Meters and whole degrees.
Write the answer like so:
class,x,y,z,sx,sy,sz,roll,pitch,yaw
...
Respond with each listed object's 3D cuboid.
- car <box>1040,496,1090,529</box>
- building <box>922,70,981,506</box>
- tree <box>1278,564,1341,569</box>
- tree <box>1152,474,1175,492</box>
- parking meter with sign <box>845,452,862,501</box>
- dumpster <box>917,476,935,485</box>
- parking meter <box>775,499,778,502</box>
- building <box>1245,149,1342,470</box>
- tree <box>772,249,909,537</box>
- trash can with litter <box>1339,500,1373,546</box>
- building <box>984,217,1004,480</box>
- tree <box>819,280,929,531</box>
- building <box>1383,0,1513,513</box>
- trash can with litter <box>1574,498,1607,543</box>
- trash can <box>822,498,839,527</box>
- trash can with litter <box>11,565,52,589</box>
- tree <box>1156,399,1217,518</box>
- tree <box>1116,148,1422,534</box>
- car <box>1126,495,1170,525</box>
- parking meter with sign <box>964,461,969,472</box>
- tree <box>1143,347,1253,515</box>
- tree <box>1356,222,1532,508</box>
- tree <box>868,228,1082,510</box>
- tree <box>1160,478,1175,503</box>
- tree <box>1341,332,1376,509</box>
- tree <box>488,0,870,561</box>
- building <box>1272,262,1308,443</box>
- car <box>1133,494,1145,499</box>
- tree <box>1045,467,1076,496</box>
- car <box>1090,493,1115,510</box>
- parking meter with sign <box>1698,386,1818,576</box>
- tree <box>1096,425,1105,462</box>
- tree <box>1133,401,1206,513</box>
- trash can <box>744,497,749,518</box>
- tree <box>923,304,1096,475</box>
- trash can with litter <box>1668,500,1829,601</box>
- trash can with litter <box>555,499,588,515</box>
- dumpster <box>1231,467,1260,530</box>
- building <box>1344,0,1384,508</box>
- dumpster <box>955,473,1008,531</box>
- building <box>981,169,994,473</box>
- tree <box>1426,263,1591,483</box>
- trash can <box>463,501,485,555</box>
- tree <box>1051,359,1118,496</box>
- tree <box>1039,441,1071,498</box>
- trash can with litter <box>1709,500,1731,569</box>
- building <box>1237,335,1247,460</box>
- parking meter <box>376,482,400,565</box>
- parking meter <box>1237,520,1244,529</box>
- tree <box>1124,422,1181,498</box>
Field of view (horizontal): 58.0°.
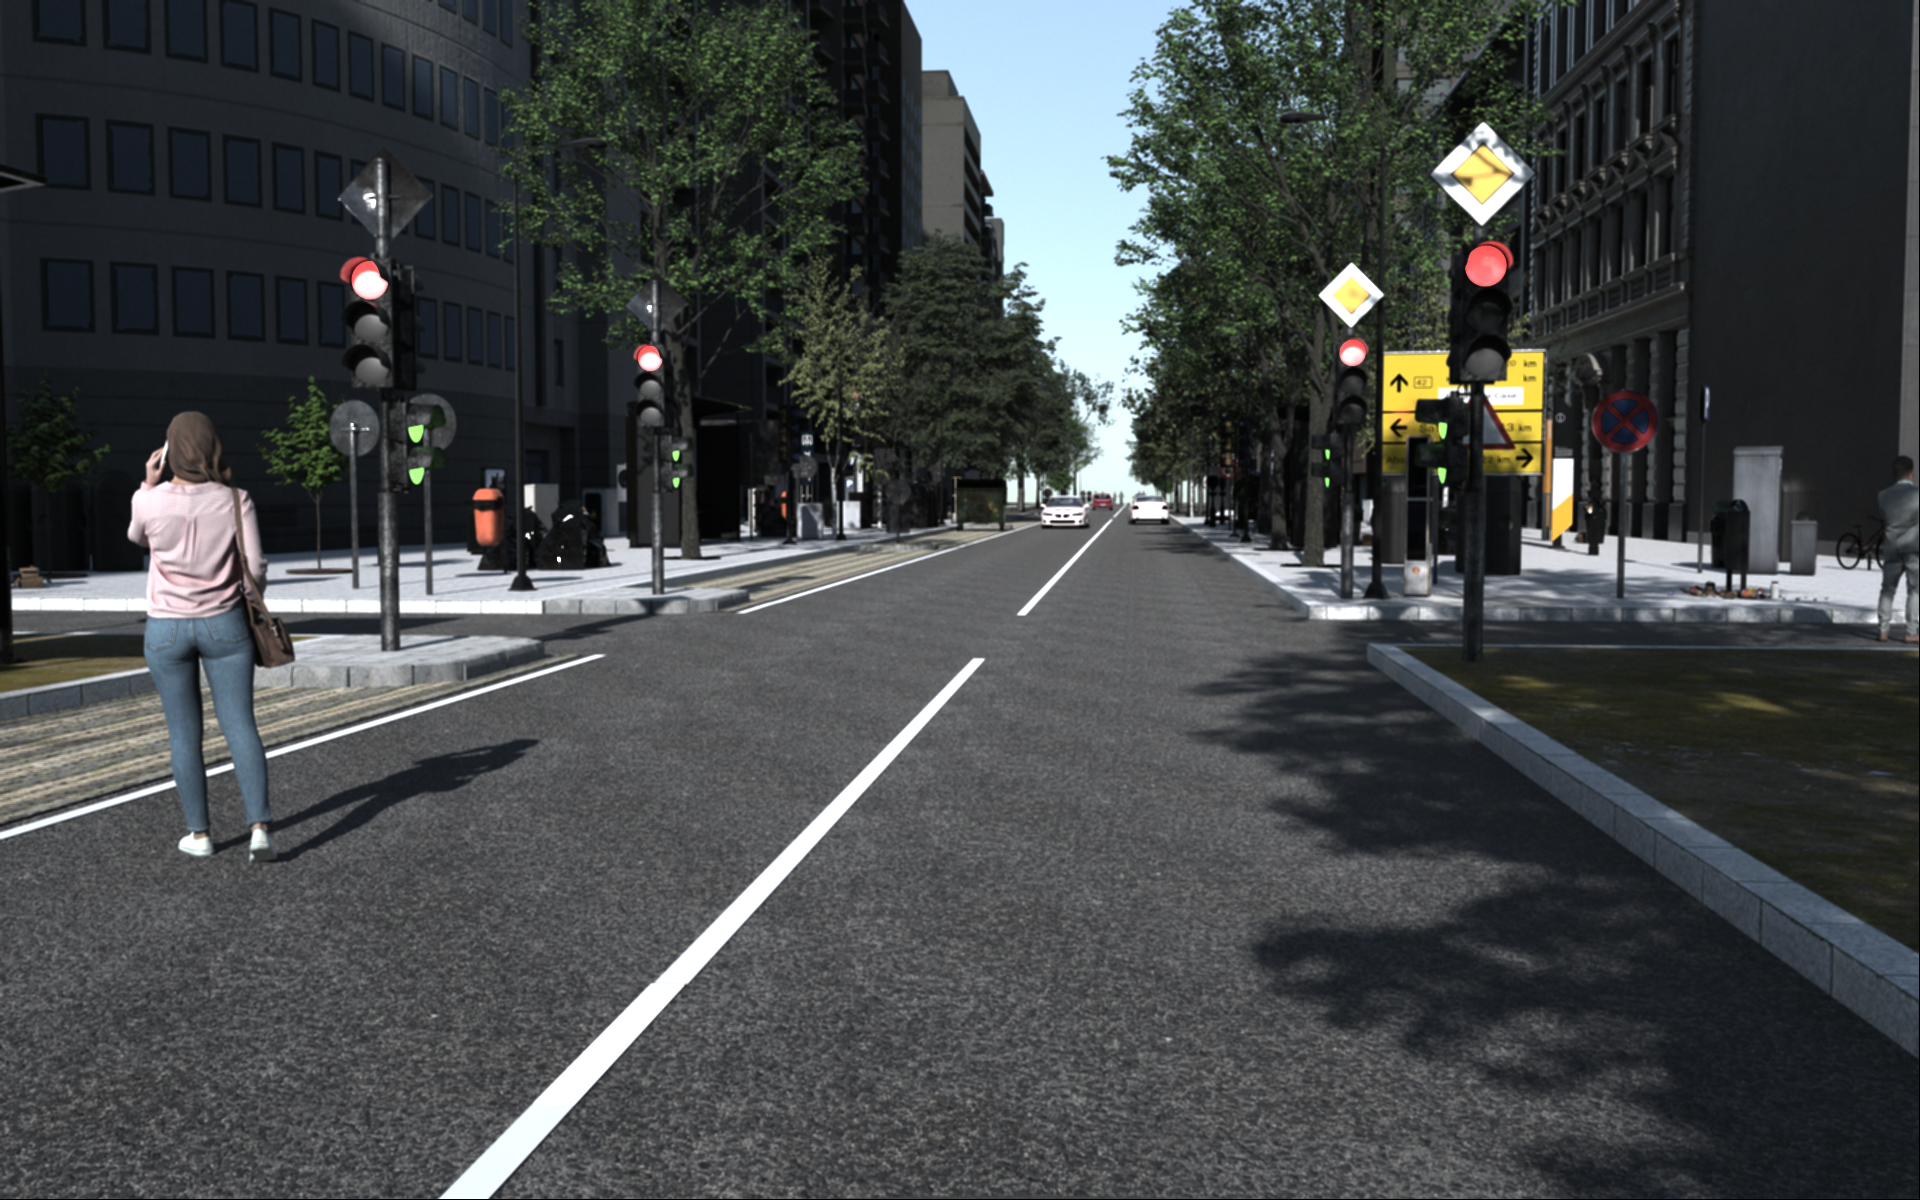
class,x,y,z,sx,sy,sz,roll,pitch,yaw
car,4.480,-3.727,73.302,2.083,1.381,4.827,0,4,7
building,-9.116,-35.448,203.278,21.300,48.544,21.600,0,4,6
tree,6.390,-6.382,30.104,9.928,11.665,9.643,0,3,0
tree,28.329,-15.733,240.951,4.285,4.588,4.351,0,3,0
parking meter with sign,-4.468,-4.571,71.000,0.543,3.016,1.738,1,4,10
dumpster,-1.945,-5.423,91.160,1.502,2.255,1.985,0,4,6
parking meter,-9.940,-5.438,94.627,0.255,1.863,0.399,-1,4,-23
building,47.604,-34.772,223.139,22.147,44.769,28.867,0,4,6
tree,-3.718,-6.205,51.810,4.737,8.622,4.395,0,3,0
trash can with litter,9.898,-1.920,42.782,1.055,1.170,0.624,3,5,41
building,-1.162,-34.647,250.074,14.154,41.232,14.086,0,4,6
tree,-2.790,-6.659,59.240,4.360,8.622,3.978,0,3,0
building,32.770,-25.841,106.090,14.154,41.232,14.086,0,4,6
trash can with litter,16.325,-2.055,44.986,0.624,1.170,1.055,-1,4,-11
trash can,-4.980,-3.387,67.038,0.748,1.137,0.748,0,3,0
trash can with litter,-12.961,-0.740,23.494,1.055,1.170,0.624,-3,4,-39
tree,12.717,-8.723,92.981,4.360,8.622,3.978,0,3,0
tree,9.977,-8.510,56.153,9.611,12.733,9.660,0,3,0
car,8.963,-4.277,82.293,2.083,1.381,4.827,0,4,4
parking meter with sign,0.401,-5.927,93.172,0.543,3.016,1.738,1,4,13
tree,15.043,-11.421,104.852,7.486,12.596,7.792,0,3,0
tree,13.074,-5.870,46.341,4.737,8.622,4.395,0,3,0
tree,0.033,-10.761,82.591,9.857,13.997,8.962,0,3,0
tree,29.214,-15.520,248.353,1.663,3.219,1.824,0,3,0
tree,14.386,-7.029,65.284,4.360,8.622,3.978,0,3,0
tree,-5.449,-6.601,33.688,9.928,11.665,9.643,0,3,0
building,42.726,-26.332,202.226,14.160,30.474,14.107,0,4,6
car,23.705,-13.357,227.426,2.155,1.783,4.494,0,4,6
tree,11.133,-12.724,191.755,4.285,4.588,4.351,0,3,0
car,12.698,-8.892,154.425,2.155,1.783,4.494,0,4,4
parking meter with sign,12.739,-1.919,27.644,1.738,3.016,0.543,2,4,30
tree,13.602,-19.135,223.232,12.009,13.543,11.850,0,3,0
tree,17.425,-12.427,137.596,8.767,10.594,7.601,2,4,29
trash can,-10.908,-4.798,90.096,0.748,1.137,0.748,0,3,0
tree,2.110,-12.282,111.177,12.009,13.543,11.850,0,3,0
trash can with litter,9.801,-0.664,21.908,1.678,1.210,2.233,0,4,5
trash can with litter,-8.534,-1.588,37.350,0.624,1.170,1.055,1,4,23
dumpster,10.618,-3.707,63.101,1.502,2.255,1.985,0,4,6
building,34.303,-28.739,119.999,14.600,45.320,14.200,0,4,6
dumpster,0.815,-3.757,66.381,1.985,2.255,1.502,0,4,6
building,-7.160,-35.132,229.026,22.147,44.769,28.867,0,4,6
tree,17.002,-6.315,53.616,4.360,8.622,3.978,0,3,0
trash can,-10.137,-1.532,36.696,0.748,1.137,0.748,0,3,0
tree,15.976,-23.532,240.643,12.611,20.169,13.585,0,3,0
tree,8.605,-13.546,171.844,4.360,8.622,3.978,0,3,0
trash can with litter,13.344,-1.128,29.832,0.624,1.170,1.055,0,4,1
building,46.693,-36.374,244.818,14.600,45.320,14.200,0,4,6
parking meter,-10.329,-1.398,31.273,0.372,1.533,0.369,0,3,0
parking meter,10.410,-3.600,64.573,0.255,1.863,0.399,3,4,38
tree,25.260,-18.913,215.877,9.857,13.997,8.962,0,3,0
